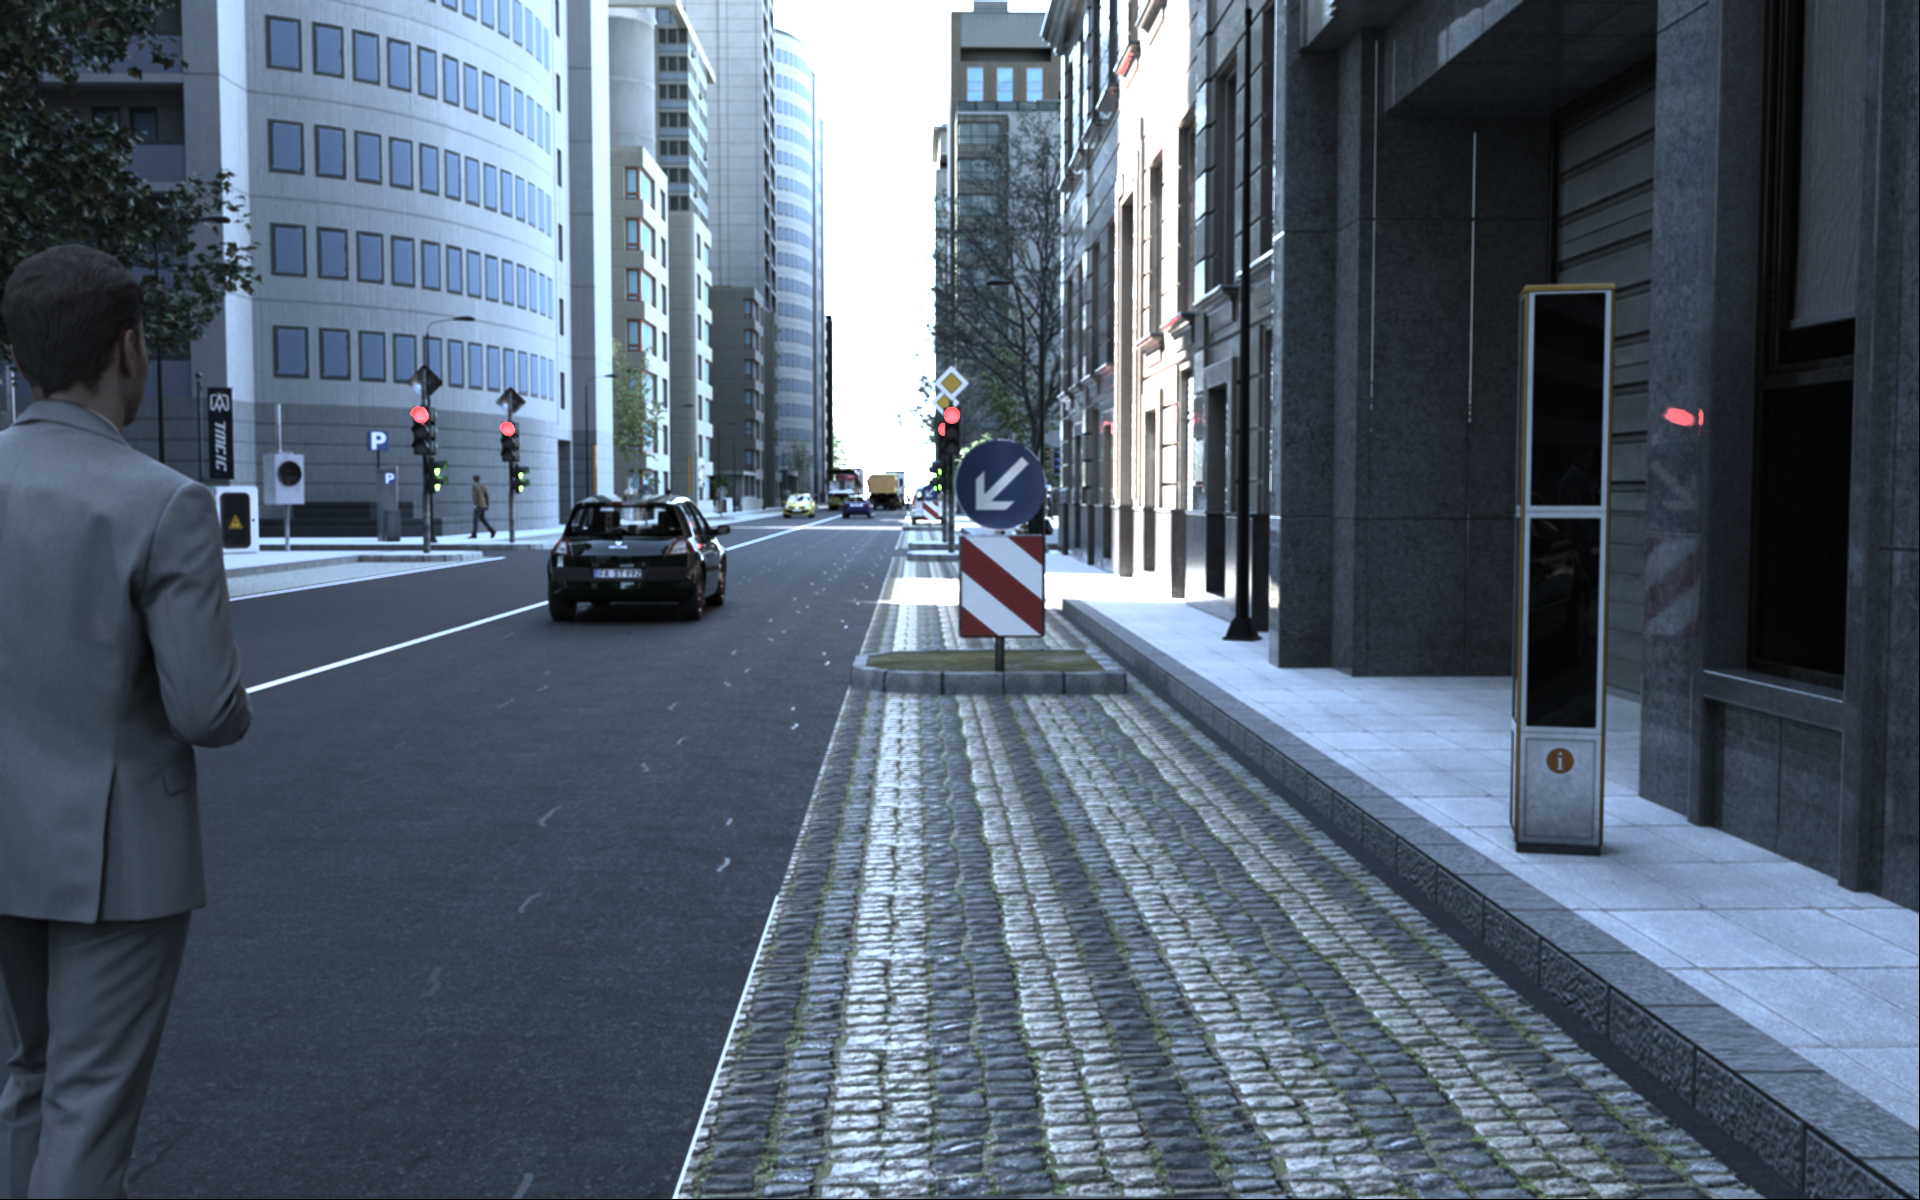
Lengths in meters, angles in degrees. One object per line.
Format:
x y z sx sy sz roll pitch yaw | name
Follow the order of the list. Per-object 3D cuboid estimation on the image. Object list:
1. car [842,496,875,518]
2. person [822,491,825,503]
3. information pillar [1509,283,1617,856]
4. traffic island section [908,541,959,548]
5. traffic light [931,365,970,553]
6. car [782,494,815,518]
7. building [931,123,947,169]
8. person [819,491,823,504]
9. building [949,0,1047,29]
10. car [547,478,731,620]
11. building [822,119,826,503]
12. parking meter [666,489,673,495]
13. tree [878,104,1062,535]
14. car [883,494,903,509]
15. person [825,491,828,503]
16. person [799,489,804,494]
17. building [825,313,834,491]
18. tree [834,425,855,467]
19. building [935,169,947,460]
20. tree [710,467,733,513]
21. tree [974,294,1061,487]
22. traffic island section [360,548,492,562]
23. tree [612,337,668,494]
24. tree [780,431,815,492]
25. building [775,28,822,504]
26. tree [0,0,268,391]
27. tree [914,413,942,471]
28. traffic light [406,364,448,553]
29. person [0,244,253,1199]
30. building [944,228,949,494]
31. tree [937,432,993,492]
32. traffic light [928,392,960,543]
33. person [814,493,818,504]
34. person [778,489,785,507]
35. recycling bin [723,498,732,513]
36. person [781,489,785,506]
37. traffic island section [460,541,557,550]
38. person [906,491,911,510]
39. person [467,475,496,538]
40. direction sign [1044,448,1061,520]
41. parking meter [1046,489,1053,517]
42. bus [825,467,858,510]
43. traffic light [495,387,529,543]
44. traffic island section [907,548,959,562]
-6.077 -5.557 103.432 1.945 1.354 3.894 0 4 0 | car
-18.600 -13.984 236.154 0.415 1.643 0.593 0 4 7 | person
2.163 -0.107 6.241 0.304 2.012 0.304 1 4 14 | information pillar
-0.374 -1.446 45.916 2.009 0.180 2.903 0 4 -2 | traffic island section
-0.203 -2.991 37.818 0.839 4.253 0.868 0 4 -2 | traffic light
-9.714 -5.781 104.741 2.015 1.641 3.980 0 4 -1 | car
10.428 -39.918 241.892 28.713 52.752 27.495 0 4 -2 | building
-18.402 -13.578 228.962 0.530 1.710 0.541 0 4 4 | person
5.866 -31.148 159.381 14.600 45.320 14.200 0 4 -2 | building
-3.848 -0.690 21.064 2.009 1.686 4.222 0 4 -2 | car
-30.350 -43.069 246.174 21.231 58.520 28.212 0 4 -2 | building
-14.876 -4.912 88.717 0.372 1.533 0.369 0 3 0 | parking meter
2.423 -8.791 54.097 12.009 13.543 11.850 0 3 0 | tree
-6.572 -9.713 169.026 2.015 1.641 3.980 0 4 0 | car
-18.937 -14.651 246.255 0.551 1.740 0.621 -3 5 -41 | person
-17.982 -11.596 195.779 1.348 1.807 0.705 1 4 9 | person
-26.884 -30.382 268.447 14.160 30.474 14.107 0 4 -2 | building
-20.775 -22.191 280.953 7.486 12.596 7.792 0 3 0 | tree
3.782 -32.822 220.230 14.154 41.232 14.086 0 4 -2 | building
-16.277 -7.546 117.970 1.663 3.219 1.824 0 3 0 | tree
2.255 -6.923 63.556 4.737 8.622 4.395 0 3 0 | tree
-11.600 -0.939 37.636 2.009 0.180 2.903 0 4 -2 | traffic island section
-15.417 -7.965 80.592 4.737 8.622 4.395 0 3 0 | tree
-18.367 -15.123 197.618 4.360 8.622 3.978 0 3 0 | tree
-29.141 -41.321 217.600 21.231 58.520 28.212 0 4 -2 | building
-13.446 -6.294 19.921 9.611 12.733 9.660 0 3 0 | tree
-1.657 -17.146 206.097 9.928 11.665 9.643 0 3 0 | tree
-11.560 -2.971 37.502 0.839 4.253 0.868 0 4 -2 | traffic light
-1.320 0.366 2.719 0.606 1.804 0.583 1 4 10 | person
5.205 -25.532 189.156 14.160 30.474 14.107 0 4 -2 | building
1.334 -6.566 91.067 4.285 4.588 4.351 0 3 0 | tree
-0.414 -3.479 45.801 0.839 4.253 0.868 0 4 -2 | traffic light
-18.108 -12.730 217.403 0.421 1.427 0.697 -2 4 -27 | person
-16.934 -9.701 165.185 0.617 1.759 0.750 1 4 20 | person
-16.164 -6.551 119.669 0.722 1.027 0.722 -1 4 -20 | recycling bin
-17.179 -9.910 168.741 0.551 1.740 0.621 -1 4 -10 | person
-11.812 -1.427 45.618 2.009 0.180 2.903 0 4 -2 | traffic island section
-4.706 -9.128 158.429 0.721 1.739 1.217 -1 4 -21 | person
-13.865 -2.702 50.136 0.836 1.842 0.656 -1 4 -9 | person
4.490 -5.667 84.659 0.876 3.537 0.379 -1 4 -11 | direction sign
4.935 -5.312 95.267 0.372 1.533 0.369 0 3 0 | parking meter
-10.760 -10.235 158.882 2.896 3.916 12.252 0 4 -3 | bus
-11.771 -3.460 45.485 0.839 4.253 0.868 0 4 -2 | traffic light
-0.162 -0.957 37.933 2.009 0.180 2.903 0 4 -2 | traffic island section
